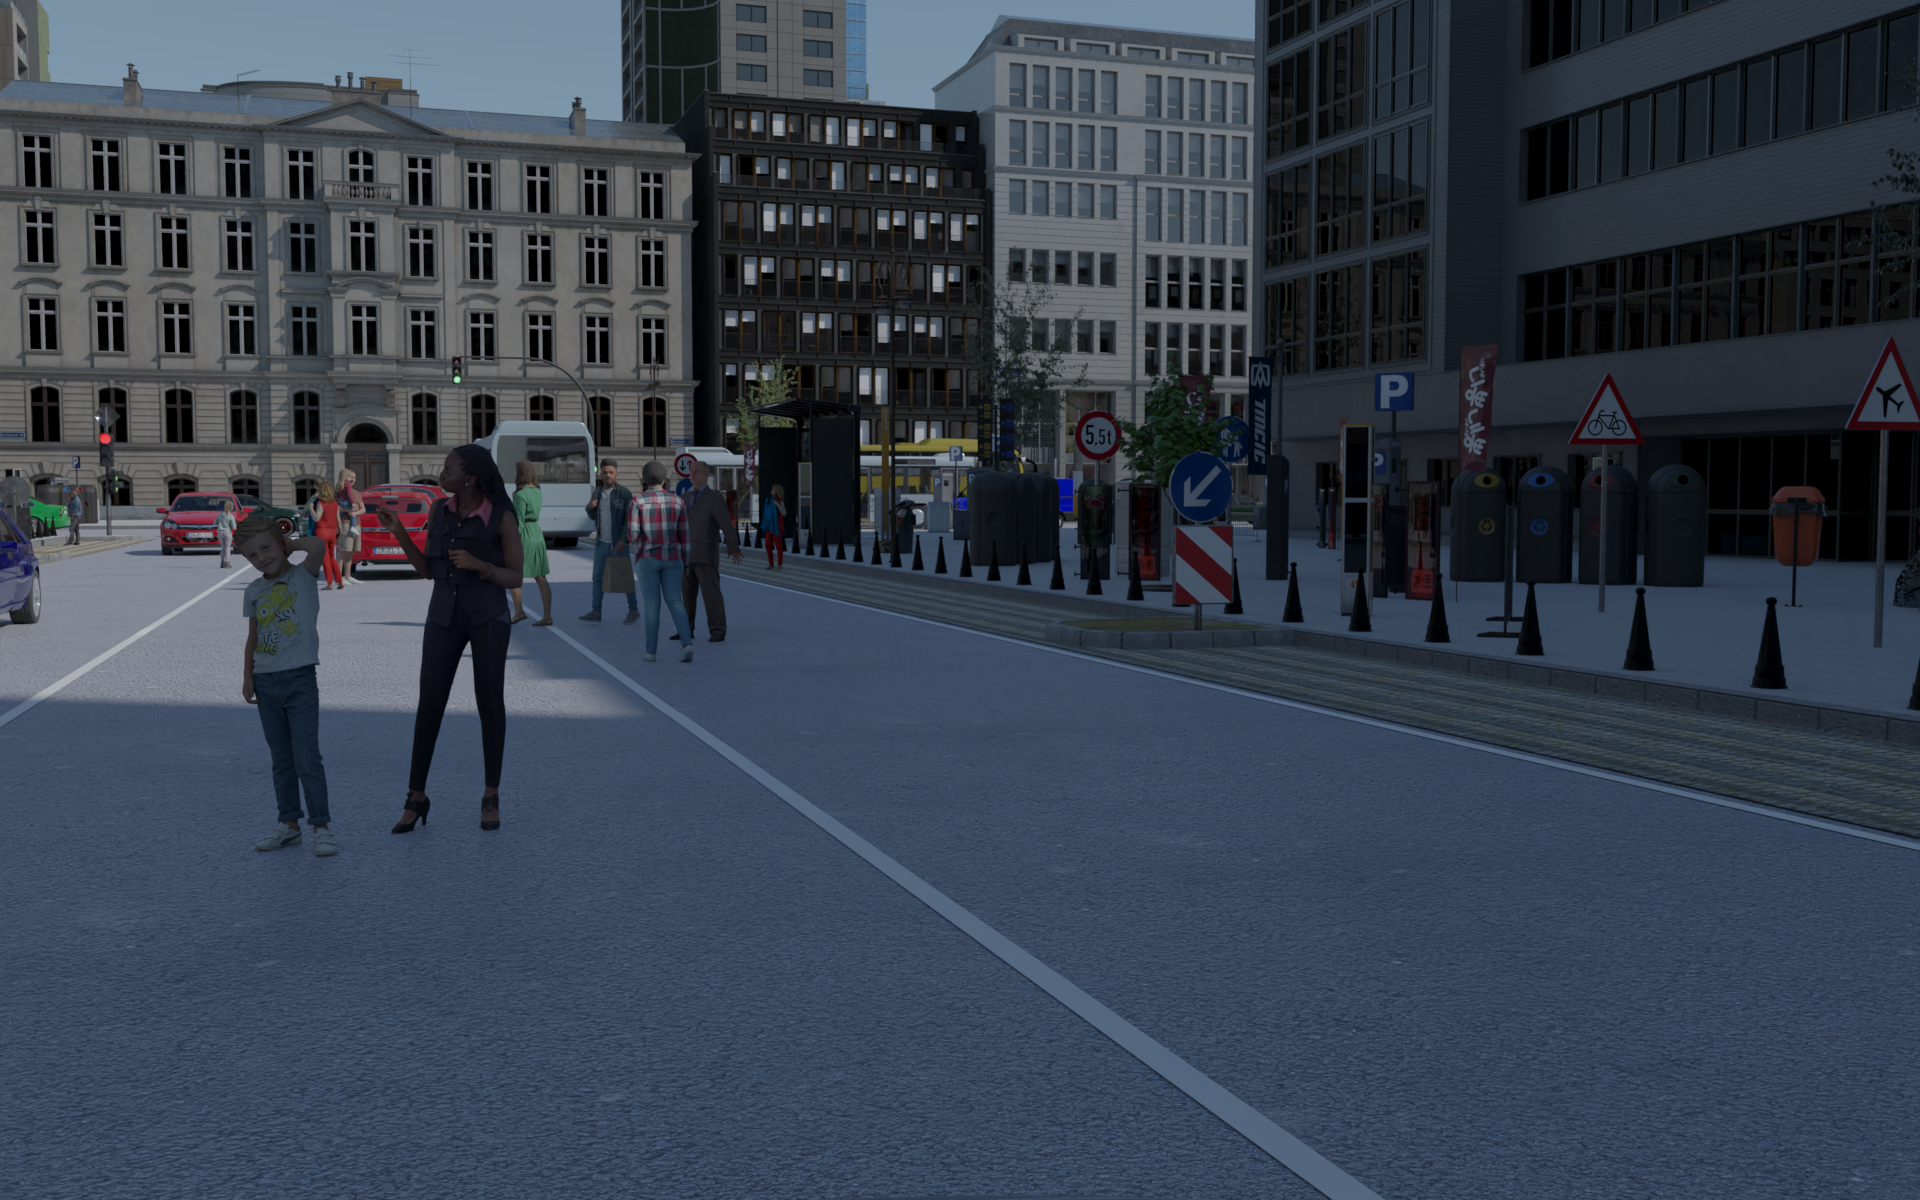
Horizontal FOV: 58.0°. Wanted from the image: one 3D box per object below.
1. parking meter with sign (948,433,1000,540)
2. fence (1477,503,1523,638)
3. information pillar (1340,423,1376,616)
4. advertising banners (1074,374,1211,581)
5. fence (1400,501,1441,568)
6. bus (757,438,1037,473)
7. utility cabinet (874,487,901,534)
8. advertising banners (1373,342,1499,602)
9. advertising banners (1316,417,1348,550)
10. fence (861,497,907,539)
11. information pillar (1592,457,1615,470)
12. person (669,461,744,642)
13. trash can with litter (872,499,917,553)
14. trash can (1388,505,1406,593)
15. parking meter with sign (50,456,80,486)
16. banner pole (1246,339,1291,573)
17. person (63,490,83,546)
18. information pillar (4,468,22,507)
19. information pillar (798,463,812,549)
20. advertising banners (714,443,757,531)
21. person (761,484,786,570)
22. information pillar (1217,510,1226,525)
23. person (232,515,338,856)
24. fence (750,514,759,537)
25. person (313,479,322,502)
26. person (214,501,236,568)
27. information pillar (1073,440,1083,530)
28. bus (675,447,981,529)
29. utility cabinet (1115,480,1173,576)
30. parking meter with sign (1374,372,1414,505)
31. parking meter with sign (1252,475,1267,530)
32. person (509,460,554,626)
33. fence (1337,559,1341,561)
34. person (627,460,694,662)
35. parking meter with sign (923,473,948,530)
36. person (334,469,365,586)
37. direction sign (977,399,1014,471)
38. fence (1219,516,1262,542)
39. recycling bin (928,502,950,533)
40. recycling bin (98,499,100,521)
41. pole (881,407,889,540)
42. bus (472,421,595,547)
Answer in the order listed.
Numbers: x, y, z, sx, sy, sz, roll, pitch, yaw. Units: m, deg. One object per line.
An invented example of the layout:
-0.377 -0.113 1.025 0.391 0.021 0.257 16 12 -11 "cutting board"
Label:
0.529 -3.207 48.687 0.543 3.016 1.738 3 5 43 "parking meter with sign"
5.225 -0.322 16.472 0.480 1.192 2.264 1 4 19 "fence"
4.186 -0.840 18.220 0.304 2.012 0.304 1 4 20 "information pillar"
2.705 -1.798 25.581 2.074 3.025 0.090 1 4 19 "advertising banners"
7.300 -1.096 29.119 0.480 1.192 2.264 3 5 45 "fence"
-2.786 -5.217 76.837 12.252 3.916 2.896 -1 4 -19 "bus"
-2.273 -2.800 54.460 0.318 1.500 1.173 -2 4 -33 "utility cabinet"
5.566 -1.509 20.852 0.090 3.025 2.074 -3 4 -38 "advertising banners"
8.642 -2.692 40.208 0.090 3.025 2.074 0 4 -5 "advertising banners"
-2.425 -2.154 46.422 2.264 1.192 0.480 1 4 18 "fence"
12.848 -1.843 34.625 0.304 2.012 0.304 -2 4 -30 "information pillar"
-2.549 -0.480 16.905 0.990 1.755 0.434 2 4 32 "person"
-1.457 -1.595 37.458 1.055 1.170 0.624 3 4 38 "trash can with litter"
5.851 -0.673 22.659 0.748 1.137 0.748 0 3 0 "trash can"
-41.412 -5.099 79.624 0.543 3.016 1.738 3 4 36 "parking meter with sign"
4.956 -2.316 27.890 0.863 3.779 0.401 -2 4 -27 "banner pole"
-24.469 -2.271 47.837 0.429 1.552 0.499 0 4 -1 "person"
-27.115 -2.761 49.630 0.304 2.012 0.304 1 4 11 "information pillar"
-3.620 -2.203 40.510 0.304 2.012 0.304 0 4 -8 "information pillar"
-7.927 -3.906 60.051 2.074 3.025 0.090 2 4 25 "advertising banners"
-3.487 -1.355 32.354 0.444 1.614 0.593 -1 4 -12 "person"
7.906 -2.917 52.190 0.304 2.012 0.304 1 4 12 "information pillar"
-2.697 0.333 6.961 0.435 1.345 0.340 0 4 0 "person"
-5.266 -2.223 51.717 2.069 0.683 0.278 -1 4 -14 "fence"
-14.528 -1.862 39.277 0.374 1.781 0.599 0 4 5 "person"
-14.190 -1.266 33.471 0.425 1.301 0.394 -1 4 -10 "person"
4.267 -4.349 62.468 0.183 3.616 0.504 3 5 40 "information pillar"
-4.809 -4.637 70.672 13.247 3.499 2.948 -1 4 -19 "bus"
2.861 -1.138 27.282 0.318 1.500 1.173 -2 4 -26 "utility cabinet"
5.851 -1.709 24.198 0.543 3.016 1.738 2 4 27 "parking meter with sign"
11.321 -4.061 62.664 1.738 3.016 0.543 -3 5 -39 "parking meter with sign"
-4.668 -0.609 18.701 0.529 1.795 0.600 0 4 6 "person"
7.750 -1.409 34.237 0.480 1.192 2.264 1 4 15 "fence"
-2.566 -0.335 14.808 0.563 1.720 0.643 -2 4 -27 "person"
-0.639 -4.044 62.384 0.543 3.016 1.738 3 4 37 "parking meter with sign"
-9.647 -1.149 27.254 0.573 1.828 0.580 -2 4 -24 "person"
0.852 -3.012 41.248 0.876 3.537 0.379 1 4 9 "direction sign"
7.347 -1.956 47.360 0.278 0.683 2.069 -3 5 -42 "fence"
-0.713 -2.773 57.888 0.722 1.027 0.722 0 4 -2 "recycling bin"
-41.508 -4.274 82.431 0.722 1.027 0.722 1 4 18 "recycling bin"
-1.757 -2.867 40.720 0.158 3.312 0.155 0 3 0 "pole"
-12.668 -3.366 49.902 2.948 3.499 13.247 -1 4 -19 "bus"
